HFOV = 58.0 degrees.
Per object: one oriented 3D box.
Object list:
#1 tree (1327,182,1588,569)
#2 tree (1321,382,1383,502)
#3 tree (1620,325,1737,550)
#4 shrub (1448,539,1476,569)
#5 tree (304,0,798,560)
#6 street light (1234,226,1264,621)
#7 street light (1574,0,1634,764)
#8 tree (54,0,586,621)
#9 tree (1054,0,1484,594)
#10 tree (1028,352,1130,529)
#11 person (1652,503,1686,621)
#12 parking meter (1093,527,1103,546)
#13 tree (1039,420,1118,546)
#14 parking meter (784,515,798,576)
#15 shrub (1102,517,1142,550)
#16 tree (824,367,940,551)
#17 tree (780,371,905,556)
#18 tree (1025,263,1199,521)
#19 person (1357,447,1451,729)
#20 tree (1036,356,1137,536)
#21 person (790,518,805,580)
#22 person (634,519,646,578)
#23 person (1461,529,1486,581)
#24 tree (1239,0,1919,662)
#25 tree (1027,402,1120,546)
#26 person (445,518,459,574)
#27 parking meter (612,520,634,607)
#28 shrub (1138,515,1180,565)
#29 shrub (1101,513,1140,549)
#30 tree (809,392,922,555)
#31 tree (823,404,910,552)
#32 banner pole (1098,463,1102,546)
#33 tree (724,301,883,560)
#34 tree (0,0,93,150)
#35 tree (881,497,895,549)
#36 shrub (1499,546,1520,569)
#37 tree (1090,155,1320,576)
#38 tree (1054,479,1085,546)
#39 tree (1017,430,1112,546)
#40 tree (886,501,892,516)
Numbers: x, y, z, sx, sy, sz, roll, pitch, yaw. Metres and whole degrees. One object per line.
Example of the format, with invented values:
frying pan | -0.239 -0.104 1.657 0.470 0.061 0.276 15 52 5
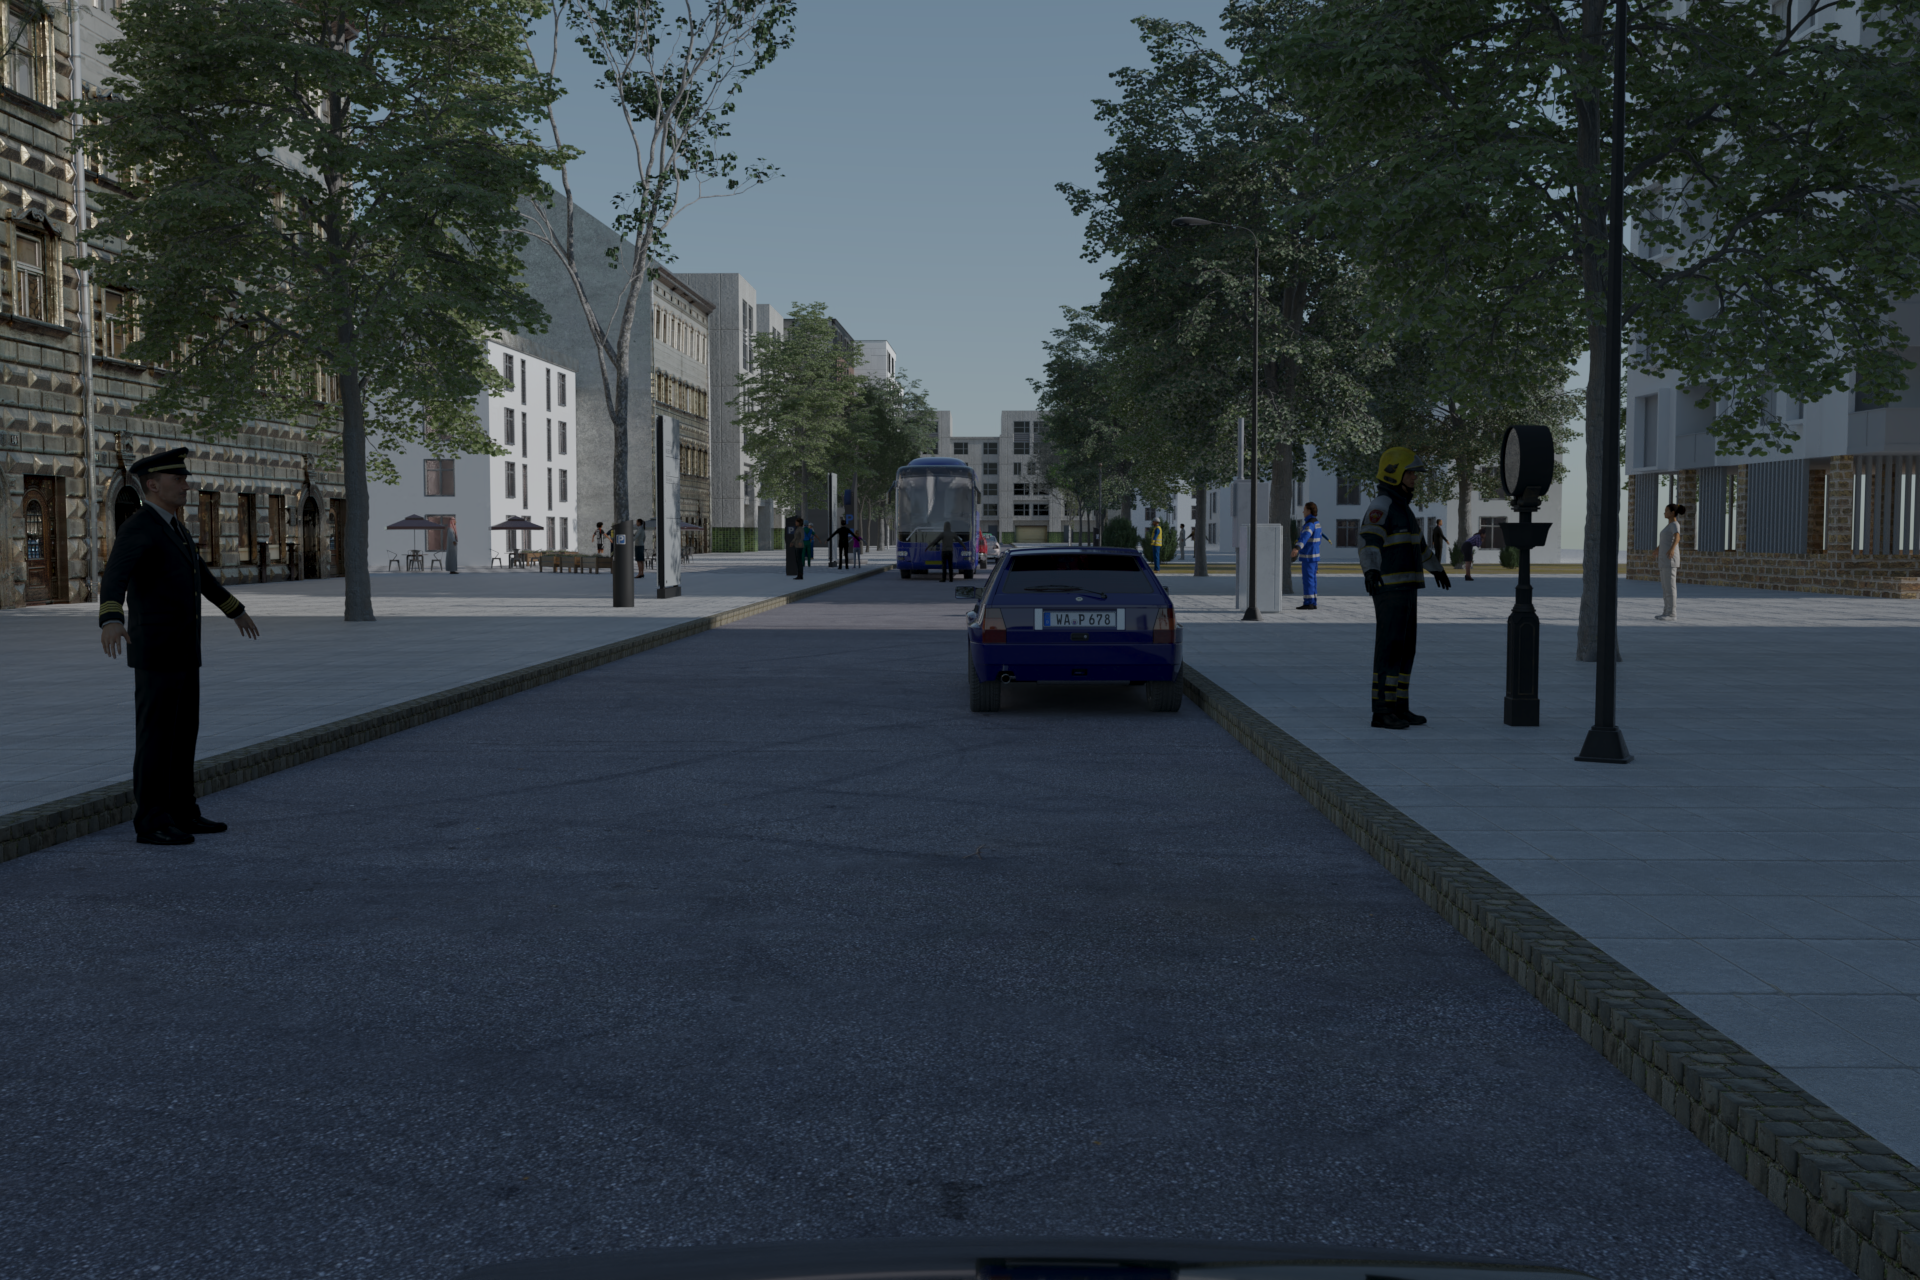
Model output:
tree | 18.307 -9.558 62.936 9.857 13.997 8.962 0 3 0
tree | 17.580 -7.540 73.639 4.737 8.622 4.395 0 3 0
tree | 29.851 -9.337 70.780 7.486 12.596 7.792 0 3 0
shrub | 18.372 -3.196 63.373 1.383 1.207 1.383 0 3 0
tree | -9.486 -11.484 43.651 12.611 20.169 13.585 0 3 0
street light | 4.887 -3.241 25.525 1.470 5.913 1.316 0 4 1
street light | 4.199 -2.269 9.636 1.470 5.913 1.316 0 4 1
tree | -9.045 -6.527 24.851 7.486 12.596 7.792 0 3 0
tree | 6.872 -7.975 37.039 9.857 13.997 8.962 0 3 0
tree | 9.106 -12.452 113.957 12.009 13.543 11.850 0 3 0
person | 10.490 -1.165 25.813 0.721 1.739 1.217 1 4 12
parking meter | 5.015 -3.336 62.958 0.372 1.533 0.369 0 3 0
tree | 9.561 -11.722 126.069 8.767 10.594 7.601 2 4 24
parking meter | -5.206 -2.919 53.445 0.399 1.863 0.255 0 4 2
shrub | 7.036 -4.352 75.193 1.661 2.075 1.752 0 3 0
tree | -6.180 -13.811 132.458 9.857 13.997 8.962 0 3 0
tree | -6.763 -10.120 99.876 8.767 10.594 7.601 1 4 17
tree | 7.962 -10.817 83.512 9.857 13.997 8.962 0 3 0
person | 2.921 -0.351 11.506 0.704 1.858 1.351 2 4 35
tree | 8.294 -10.717 100.979 9.928 11.665 9.643 0 3 0
person | -4.600 -2.568 48.751 0.721 1.744 1.215 -1 4 -18
person | -9.352 -2.651 50.169 0.721 1.735 1.217 0 4 8
person | 14.043 -2.332 47.404 0.697 1.427 0.421 0 4 -7
tree | 6.158 -6.077 17.481 7.486 12.596 7.792 0 3 0
tree | 9.721 -13.925 138.041 12.009 13.543 11.850 0 3 0
person | -16.271 -3.026 55.624 0.704 1.811 1.347 -1 4 -15
parking meter | -5.914 -1.345 30.408 0.372 1.533 0.369 0 3 0
shrub | 8.365 -4.203 72.757 1.661 2.075 1.752 0 3 0
shrub | 6.040 -3.827 66.618 1.661 2.075 1.752 0 3 0
tree | -6.070 -10.654 108.608 8.767 10.594 7.601 1 4 17
tree | -6.151 -11.414 121.032 7.601 10.594 8.767 -1 4 -8
banner pole | 4.932 -4.332 60.842 0.401 3.779 0.863 0 4 1
tree | -7.558 -10.167 84.363 7.486 12.596 7.792 0 3 0
tree | -8.877 -3.766 11.939 4.360 8.622 3.978 0 3 0
tree | -6.325 -11.976 146.171 4.360 8.622 3.978 0 3 0
shrub | 20.124 -3.187 63.218 1.383 1.207 1.383 0 3 0
tree | 7.511 -8.184 51.943 7.486 12.596 7.792 0 3 0
tree | 9.492 -12.442 153.796 4.360 8.622 3.978 0 3 0
tree | 10.429 -15.377 161.789 12.009 13.543 11.850 0 3 0
tree | -5.665 -12.681 157.693 4.737 8.622 4.395 0 3 0
